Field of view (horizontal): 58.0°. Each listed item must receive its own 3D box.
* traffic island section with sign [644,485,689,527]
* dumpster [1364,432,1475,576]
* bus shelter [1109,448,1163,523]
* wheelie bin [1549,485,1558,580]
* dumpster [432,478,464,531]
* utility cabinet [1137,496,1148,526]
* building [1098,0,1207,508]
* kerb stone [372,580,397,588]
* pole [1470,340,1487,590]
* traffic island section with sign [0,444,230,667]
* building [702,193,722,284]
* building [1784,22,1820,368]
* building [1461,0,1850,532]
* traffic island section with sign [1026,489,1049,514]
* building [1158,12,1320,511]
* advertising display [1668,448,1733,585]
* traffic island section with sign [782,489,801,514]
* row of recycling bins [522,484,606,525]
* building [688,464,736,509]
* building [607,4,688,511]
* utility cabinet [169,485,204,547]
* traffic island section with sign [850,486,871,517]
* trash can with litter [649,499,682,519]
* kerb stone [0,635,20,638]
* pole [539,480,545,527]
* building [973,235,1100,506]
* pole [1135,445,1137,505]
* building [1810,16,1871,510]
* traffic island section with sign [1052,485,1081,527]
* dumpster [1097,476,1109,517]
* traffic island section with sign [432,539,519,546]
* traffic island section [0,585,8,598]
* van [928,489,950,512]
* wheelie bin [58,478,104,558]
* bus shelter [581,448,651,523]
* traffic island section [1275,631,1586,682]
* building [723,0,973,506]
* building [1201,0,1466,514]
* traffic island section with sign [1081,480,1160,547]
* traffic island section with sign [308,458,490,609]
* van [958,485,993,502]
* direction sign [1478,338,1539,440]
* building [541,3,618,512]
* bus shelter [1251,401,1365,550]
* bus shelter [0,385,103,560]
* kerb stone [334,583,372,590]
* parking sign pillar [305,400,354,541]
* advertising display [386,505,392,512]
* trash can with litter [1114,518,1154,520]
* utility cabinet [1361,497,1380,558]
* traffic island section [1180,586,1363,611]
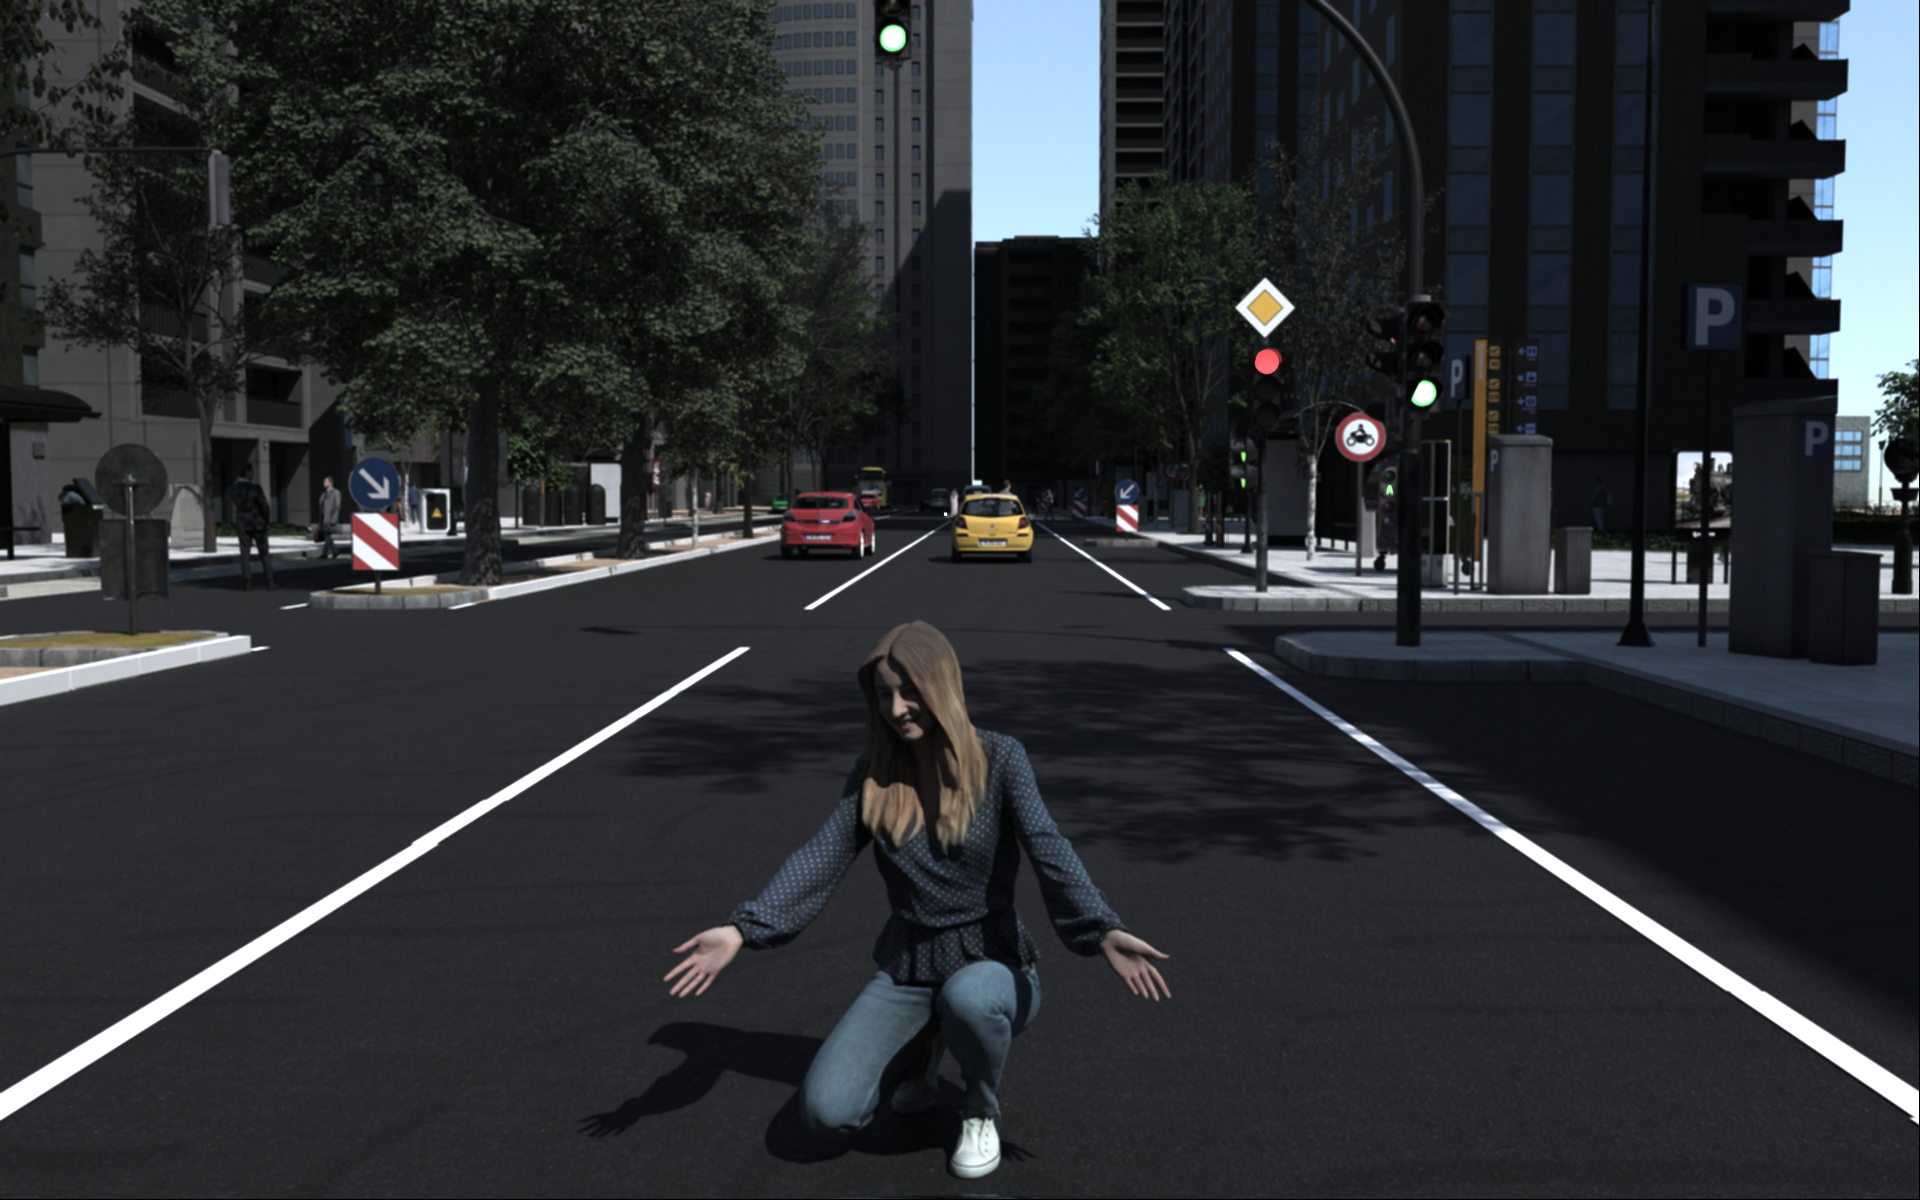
[{"bbox_3d":[-12.814,-4.059,74.990,1.989,1.847,2.006,0,4,1],"label":"traffic island section with sign"},{"bbox_3d":[7.483,-1.562,28.030,1.502,2.255,1.985,0,4,1],"label":"dumpster"},{"bbox_3d":[7.939,-5.183,78.669,2.014,3.302,5.546,0,4,1],"label":"bus shelter"},{"bbox_3d":[7.830,-0.984,24.003,0.693,1.594,0.980,-1,4,-14],"label":"wheelie bin"},{"bbox_3d":[-17.051,-3.470,59.223,1.502,2.255,1.985,0,4,1],"label":"dumpster"},{"bbox_3d":[7.445,-3.634,70.575,0.306,1.237,1.020,1,4,14],"label":"utility cabinet"},{"bbox_3d":[26.679,-46.447,197.656,20.611,71.187,20.563,0,4,1],"label":"building"},{"bbox_3d":[-8.400,-0.171,24.995,0.120,0.150,1.000,0,4,1],"label":"kerb stone"},{"bbox_3d":[6.897,-1.786,23.041,0.158,3.312,0.155,0,3,0],"label":"pole"},{"bbox_3d":[-7.540,-0.429,15.152,2.006,1.907,1.989,0,4,1],"label":"traffic island section with sign"},{"bbox_3d":[-41.743,-33.362,200.098,28.867,44.769,22.147,0,4,1],"label":"building"},{"bbox_3d":[27.755,-39.594,85.618,20.563,71.187,20.611,0,4,1],"label":"building"},{"bbox_3d":[21.001,-25.142,61.177,14.600,45.320,14.200,0,4,1],"label":"building"},{"bbox_3d":[5.972,-7.085,124.466,1.989,1.847,2.006,0,4,1],"label":"traffic island section with sign"},{"bbox_3d":[27.017,-43.741,153.424,20.563,71.187,20.611,0,4,1],"label":"building"},{"bbox_3d":[10.540,-1.187,24.623,0.974,1.923,0.123,-1,4,-13],"label":"advertising display"},{"bbox_3d":[-11.824,-7.143,125.419,1.989,1.847,2.006,0,4,1],"label":"traffic island section with sign"},{"bbox_3d":[-16.312,-3.927,71.315,3.534,1.692,1.069,0,4,5],"label":"row of recycling bins"},{"bbox_3d":[-37.241,-51.398,153.027,31.000,86.520,22.319,0,4,1],"label":"building"},{"bbox_3d":[-29.406,-27.534,133.767,14.154,41.232,14.086,0,4,1],"label":"building"},{"bbox_3d":[-18.434,-2.007,41.485,0.318,1.500,1.173,0,4,8],"label":"utility cabinet"},{"bbox_3d":[-5.914,-5.477,97.682,2.006,1.907,1.989,0,4,1],"label":"traffic island section with sign"},{"bbox_3d":[-15.639,-4.836,90.120,2.233,1.210,1.678,3,5,41],"label":"trash can with litter"},{"bbox_3d":[-8.592,0.428,15.295,0.120,0.150,1.000,0,4,1],"label":"kerb stone"},{"bbox_3d":[-16.206,-4.482,67.124,0.158,3.312,0.155,0,3,0],"label":"pole"},{"bbox_3d":[8.471,-25.973,196.358,14.107,30.474,14.160,0,4,1],"label":"building"},{"bbox_3d":[7.303,-4.799,72.308,0.158,3.312,0.155,0,3,0],"label":"pole"},{"bbox_3d":[61.191,-51.270,150.930,31.000,86.520,22.319,0,4,1],"label":"building"},{"bbox_3d":[5.012,-4.071,75.186,1.989,1.847,2.006,0,4,1],"label":"traffic island section with sign"},{"bbox_3d":[8.411,-5.718,95.978,1.502,2.255,1.985,0,4,1],"label":"dumpster"},{"bbox_3d":[-13.354,-2.408,47.992,1.989,1.847,2.006,0,4,1],"label":"traffic island section with sign"},{"bbox_3d":[-14.170,-0.046,23.035,2.009,0.180,2.903,0,4,1],"label":"traffic island section"},{"bbox_3d":[-1.601,-8.134,140.005,2.013,2.044,4.112,0,4,0],"label":"van"},{"bbox_3d":[-17.618,-1.640,34.720,0.693,1.594,0.980,0,4,-4],"label":"wheelie bin"},{"bbox_3d":[-15.571,-5.186,78.720,2.014,3.302,5.546,0,4,1],"label":"bus shelter"},{"bbox_3d":[3.811,0.464,14.691,2.009,0.180,2.903,0,4,1],"label":"traffic island section"},{"bbox_3d":[-12.619,-40.199,199.251,28.212,58.520,21.231,0,4,1],"label":"building"},{"bbox_3d":[23.923,-28.417,114.721,14.600,45.320,14.200,0,4,1],"label":"building"},{"bbox_3d":[4.472,-2.413,48.077,1.989,1.847,2.006,0,4,1],"label":"traffic island section with sign"},{"bbox_3d":[-7.384,-0.882,22.558,2.006,1.907,1.989,0,4,1],"label":"traffic island section with sign"},{"bbox_3d":[0.893,-4.617,82.498,2.013,2.044,4.112,0,4,2],"label":"van"},{"bbox_3d":[7.954,-2.031,25.209,0.876,3.537,0.379,0,4,0],"label":"direction sign"},{"bbox_3d":[-37.321,-31.979,112.095,28.713,52.752,27.495,0,4,1],"label":"building"},{"bbox_3d":[8.097,-2.832,40.232,2.014,3.302,5.546,0,4,1],"label":"bus shelter"},{"bbox_3d":[-17.830,-2.280,31.197,2.014,3.302,5.546,0,4,1],"label":"bus shelter"},{"bbox_3d":[-8.419,-0.108,23.973,0.120,0.150,1.000,0,4,1],"label":"kerb stone"},{"bbox_3d":[-17.419,-3.640,47.984,1.447,3.967,1.447,2,4,30],"label":"parking sign pillar"},{"bbox_3d":[-15.830,-2.619,48.037,0.123,1.923,0.974,-1,4,-16],"label":"advertising display"},{"bbox_3d":[8.677,-4.519,84.939,2.233,1.210,1.678,2,4,31],"label":"trash can with litter"},{"bbox_3d":[8.372,-1.472,35.233,0.306,1.237,1.020,2,4,24],"label":"utility cabinet"},{"bbox_3d":[3.968,-0.024,22.674,2.009,0.180,2.903,0,4,1],"label":"traffic island section"}]
